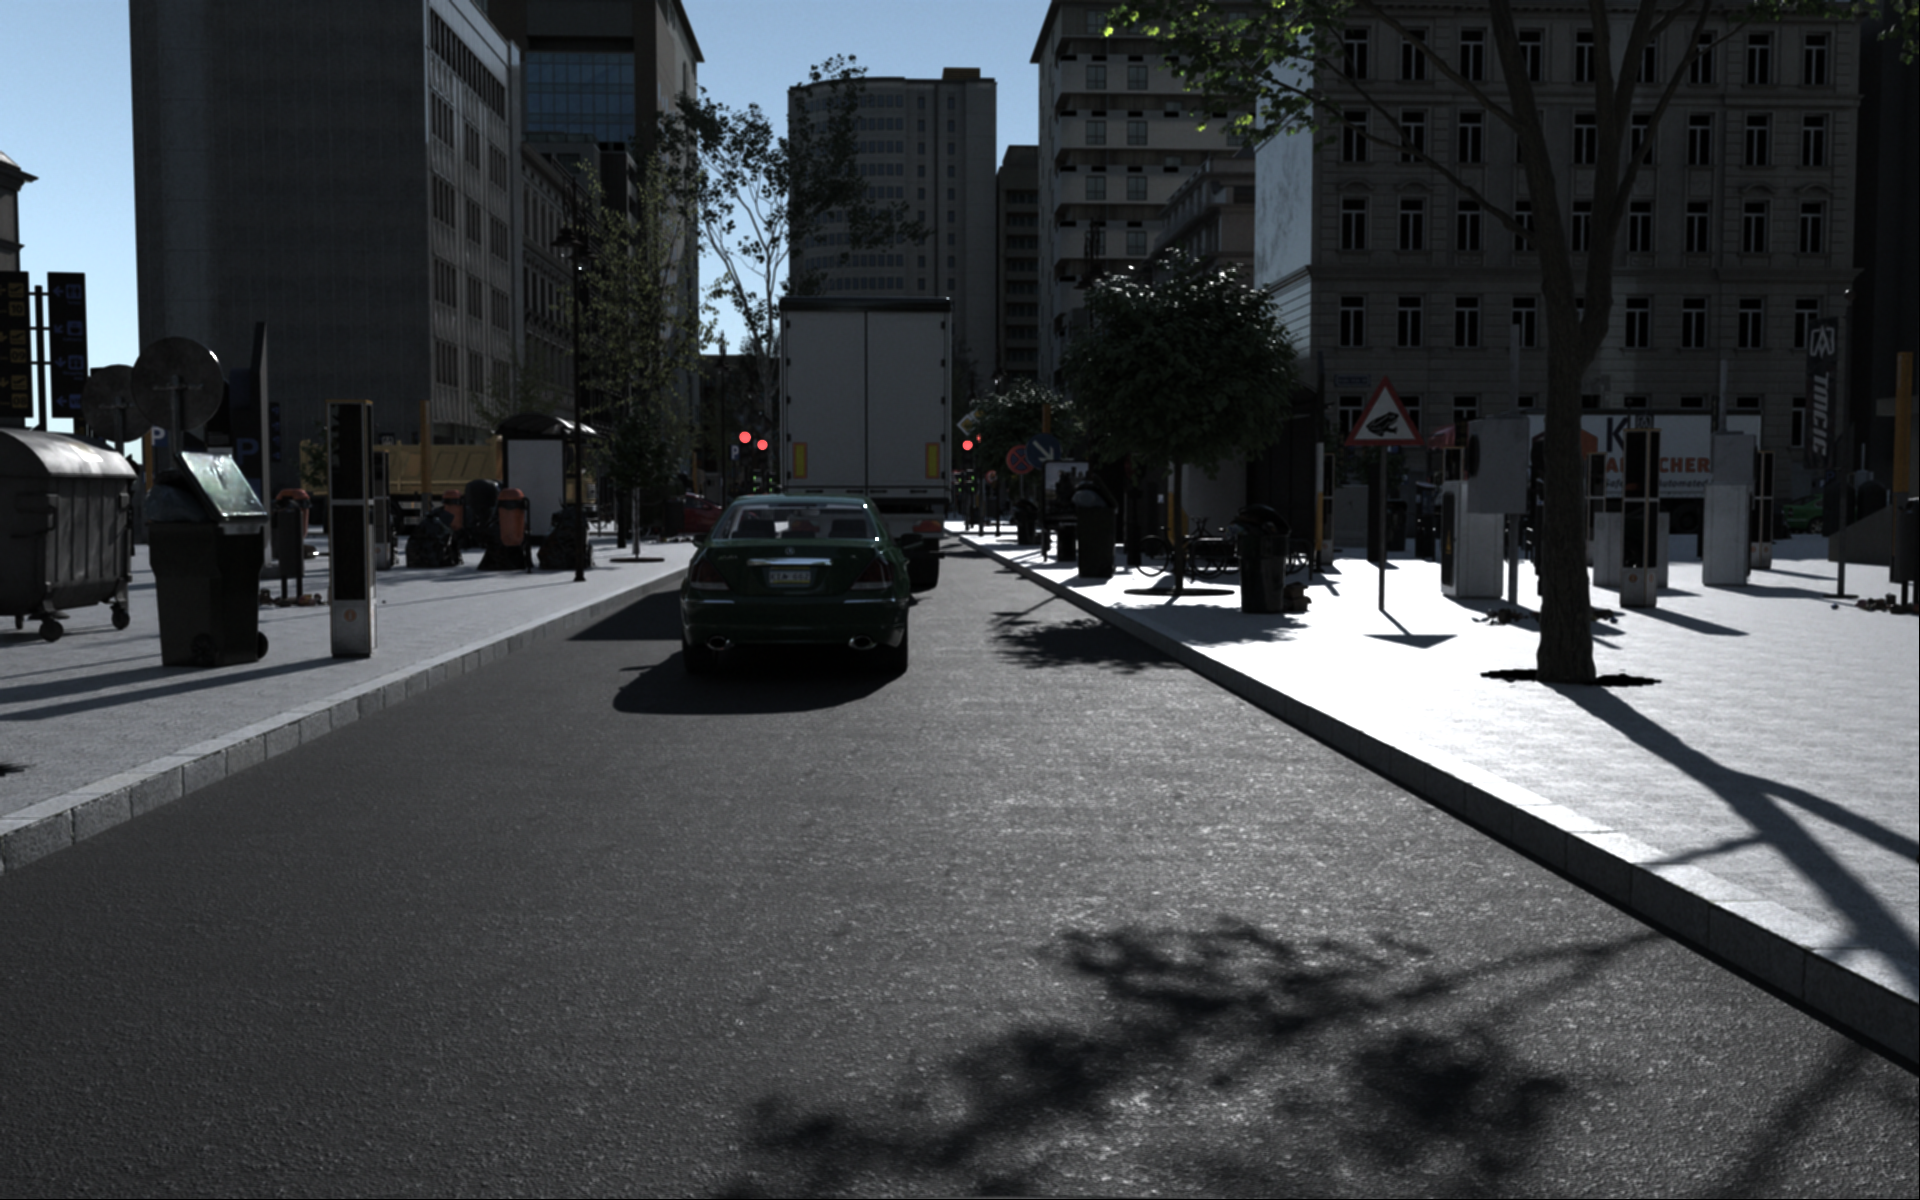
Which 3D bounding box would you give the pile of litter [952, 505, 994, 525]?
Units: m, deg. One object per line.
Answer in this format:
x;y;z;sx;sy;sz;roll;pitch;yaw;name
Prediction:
0.731;-3.629;73.302;1.176;0.858;1.719;-2;4;-32;pile of litter

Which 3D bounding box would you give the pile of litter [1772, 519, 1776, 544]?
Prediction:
20.576;-1.892;44.901;1.176;0.858;1.719;3;4;36;pile of litter

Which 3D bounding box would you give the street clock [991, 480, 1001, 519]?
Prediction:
1.851;-5.183;89.314;0.471;2.002;0.358;1;4;13;street clock

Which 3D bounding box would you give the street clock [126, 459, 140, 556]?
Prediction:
-17.215;-1.909;35.784;0.358;2.002;0.471;3;4;37;street clock

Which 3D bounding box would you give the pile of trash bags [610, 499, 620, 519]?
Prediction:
-15.924;-4.720;86.931;3.447;1.369;1.912;-3;5;-43;pile of trash bags

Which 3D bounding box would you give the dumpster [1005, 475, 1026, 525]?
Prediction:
2.746;-4.336;73.379;1.502;2.255;1.985;0;4;-3;dumpster

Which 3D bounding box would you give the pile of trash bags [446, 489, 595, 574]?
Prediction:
-7.280;-1.199;29.354;1.912;1.369;3.447;0;4;-3;pile of trash bags

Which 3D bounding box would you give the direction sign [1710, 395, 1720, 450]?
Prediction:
17.406;-2.933;39.945;0.379;3.537;0.876;2;4;35;direction sign

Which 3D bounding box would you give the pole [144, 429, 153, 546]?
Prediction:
-20.162;-3.011;43.068;0.158;3.312;0.155;0;3;0;pole

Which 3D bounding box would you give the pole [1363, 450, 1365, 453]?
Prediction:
14.270;-4.107;60.990;0.158;3.312;0.155;0;3;0;pole

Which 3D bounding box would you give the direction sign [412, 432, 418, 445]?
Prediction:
-19.889;-4.360;63.282;0.379;3.537;0.876;-2;4;-29;direction sign

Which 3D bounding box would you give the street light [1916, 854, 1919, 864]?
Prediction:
3.418;-2.021;5.825;0.468;5.910;1.993;0;4;-3;street light

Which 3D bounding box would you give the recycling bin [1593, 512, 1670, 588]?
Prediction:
9.270;-0.696;23.932;0.722;1.027;0.722;-1;4;-19;recycling bin

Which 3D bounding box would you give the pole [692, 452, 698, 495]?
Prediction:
-12.928;-5.540;84.420;0.158;3.312;0.155;0;3;0;pole

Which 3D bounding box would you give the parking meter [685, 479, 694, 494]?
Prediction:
-9.804;-3.477;62.559;0.399;1.863;0.255;-1;4;-19;parking meter

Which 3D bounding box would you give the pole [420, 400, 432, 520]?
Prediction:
-11.613;-2.682;37.686;0.158;3.312;0.155;0;3;0;pole

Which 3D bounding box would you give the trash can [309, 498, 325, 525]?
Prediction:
-26.510;-3.650;71.334;0.748;1.137;0.748;0;3;0;trash can

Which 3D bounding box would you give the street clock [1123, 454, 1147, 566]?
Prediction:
3.133;-1.622;31.088;0.358;2.002;0.471;-2;4;-26;street clock

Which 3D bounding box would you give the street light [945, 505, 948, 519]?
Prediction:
-0.699;-7.084;88.610;0.468;5.910;1.993;0;4;-3;street light

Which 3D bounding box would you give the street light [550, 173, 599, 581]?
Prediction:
-5.607;-3.215;25.353;0.468;5.910;1.993;0;4;-3;street light

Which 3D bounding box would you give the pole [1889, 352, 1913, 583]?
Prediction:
13.568;-1.903;24.963;0.158;3.312;0.155;0;3;0;pole

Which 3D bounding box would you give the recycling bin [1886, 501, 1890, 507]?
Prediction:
34.175;-3.125;63.645;0.722;1.027;0.722;-1;4;-15;recycling bin

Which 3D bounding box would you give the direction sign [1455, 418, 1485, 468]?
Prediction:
15.092;-3.628;51.322;0.876;3.537;0.379;0;4;0;direction sign

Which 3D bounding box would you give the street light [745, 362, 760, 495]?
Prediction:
-7.291;-5.387;60.864;0.468;5.910;1.993;0;4;-3;street light

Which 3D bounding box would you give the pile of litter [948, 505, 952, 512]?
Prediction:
-0.869;-6.641;122.545;1.719;0.858;1.176;0;4;-6;pile of litter

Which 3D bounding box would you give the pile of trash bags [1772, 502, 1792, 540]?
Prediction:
22.278;-2.403;49.042;1.912;1.369;3.447;3;4;39;pile of trash bags

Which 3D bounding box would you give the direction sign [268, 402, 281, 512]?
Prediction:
-16.924;-3.085;42.435;0.379;3.537;0.876;1;4;15;direction sign

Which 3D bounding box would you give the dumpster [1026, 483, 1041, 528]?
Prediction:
3.418;-3.839;65.258;1.502;2.255;1.985;0;4;-3;dumpster

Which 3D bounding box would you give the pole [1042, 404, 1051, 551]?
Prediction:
1.960;-2.781;39.318;0.158;3.312;0.155;0;3;0;pole

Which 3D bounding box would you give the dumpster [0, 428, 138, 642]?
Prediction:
-8.433;-0.605;15.652;1.264;1.857;1.865;0;4;-3;dumpster

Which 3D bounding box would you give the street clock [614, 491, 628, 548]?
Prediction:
-8.043;-2.236;41.129;0.358;2.002;0.471;0;4;-4;street clock

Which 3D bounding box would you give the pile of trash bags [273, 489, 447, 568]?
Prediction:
-10.583;-1.297;30.951;3.447;1.369;1.912;0;4;6;pile of trash bags

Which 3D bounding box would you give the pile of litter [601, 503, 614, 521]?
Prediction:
-17.272;-4.260;83.623;1.176;0.858;1.719;-1;4;-10;pile of litter

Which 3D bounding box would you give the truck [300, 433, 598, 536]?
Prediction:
-15.846;-3.652;55.640;9.791;3.379;3.469;0;4;-1;truck

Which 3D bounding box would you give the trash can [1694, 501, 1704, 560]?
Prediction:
14.597;-1.337;33.506;0.748;1.137;0.748;0;3;0;trash can

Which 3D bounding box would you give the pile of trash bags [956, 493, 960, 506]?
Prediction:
0.679;-6.665;118.726;1.912;1.369;3.447;-3;4;-37;pile of trash bags

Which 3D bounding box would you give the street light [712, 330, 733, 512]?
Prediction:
-6.690;-4.660;48.978;0.468;5.910;1.993;0;4;-3;street light

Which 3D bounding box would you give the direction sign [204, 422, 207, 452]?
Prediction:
-17.219;-2.936;40.005;0.876;3.537;0.379;3;5;41;direction sign

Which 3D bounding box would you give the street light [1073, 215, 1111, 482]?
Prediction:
2.200;-3.441;29.048;0.468;5.910;1.993;0;4;-3;street light

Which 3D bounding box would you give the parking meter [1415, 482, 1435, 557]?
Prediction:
9.459;-1.640;35.224;0.372;1.533;0.369;0;3;0;parking meter

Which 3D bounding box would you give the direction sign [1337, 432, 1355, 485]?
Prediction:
13.996;-4.337;62.905;0.876;3.537;0.379;-2;4;-34;direction sign

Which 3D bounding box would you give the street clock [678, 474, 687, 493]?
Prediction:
-9.845;-3.474;61.378;0.358;2.002;0.471;-2;4;-29;street clock

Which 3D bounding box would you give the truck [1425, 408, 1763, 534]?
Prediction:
20.634;-4.214;57.819;11.283;4.237;2.839;0;4;-2;truck

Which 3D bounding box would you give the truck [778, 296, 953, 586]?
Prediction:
-1.741;-2.527;30.235;2.839;4.237;11.283;0;4;-4;truck

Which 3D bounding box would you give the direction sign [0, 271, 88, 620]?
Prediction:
-9.385;-1.574;17.737;0.876;3.537;0.379;-1;4;-12;direction sign

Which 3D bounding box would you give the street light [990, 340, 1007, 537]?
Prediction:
1.147;-4.857;52.196;0.468;5.910;1.993;0;4;-3;street light

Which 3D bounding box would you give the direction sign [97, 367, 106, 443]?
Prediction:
-15.687;-2.401;31.253;0.876;3.537;0.379;2;4;29;direction sign

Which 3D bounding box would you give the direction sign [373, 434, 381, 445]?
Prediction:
-21.850;-4.456;64.855;0.876;3.537;0.379;-2;4;-31;direction sign

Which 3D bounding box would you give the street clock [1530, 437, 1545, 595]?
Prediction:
7.449;-1.058;21.874;0.471;2.002;0.358;-1;4;-23;street clock
